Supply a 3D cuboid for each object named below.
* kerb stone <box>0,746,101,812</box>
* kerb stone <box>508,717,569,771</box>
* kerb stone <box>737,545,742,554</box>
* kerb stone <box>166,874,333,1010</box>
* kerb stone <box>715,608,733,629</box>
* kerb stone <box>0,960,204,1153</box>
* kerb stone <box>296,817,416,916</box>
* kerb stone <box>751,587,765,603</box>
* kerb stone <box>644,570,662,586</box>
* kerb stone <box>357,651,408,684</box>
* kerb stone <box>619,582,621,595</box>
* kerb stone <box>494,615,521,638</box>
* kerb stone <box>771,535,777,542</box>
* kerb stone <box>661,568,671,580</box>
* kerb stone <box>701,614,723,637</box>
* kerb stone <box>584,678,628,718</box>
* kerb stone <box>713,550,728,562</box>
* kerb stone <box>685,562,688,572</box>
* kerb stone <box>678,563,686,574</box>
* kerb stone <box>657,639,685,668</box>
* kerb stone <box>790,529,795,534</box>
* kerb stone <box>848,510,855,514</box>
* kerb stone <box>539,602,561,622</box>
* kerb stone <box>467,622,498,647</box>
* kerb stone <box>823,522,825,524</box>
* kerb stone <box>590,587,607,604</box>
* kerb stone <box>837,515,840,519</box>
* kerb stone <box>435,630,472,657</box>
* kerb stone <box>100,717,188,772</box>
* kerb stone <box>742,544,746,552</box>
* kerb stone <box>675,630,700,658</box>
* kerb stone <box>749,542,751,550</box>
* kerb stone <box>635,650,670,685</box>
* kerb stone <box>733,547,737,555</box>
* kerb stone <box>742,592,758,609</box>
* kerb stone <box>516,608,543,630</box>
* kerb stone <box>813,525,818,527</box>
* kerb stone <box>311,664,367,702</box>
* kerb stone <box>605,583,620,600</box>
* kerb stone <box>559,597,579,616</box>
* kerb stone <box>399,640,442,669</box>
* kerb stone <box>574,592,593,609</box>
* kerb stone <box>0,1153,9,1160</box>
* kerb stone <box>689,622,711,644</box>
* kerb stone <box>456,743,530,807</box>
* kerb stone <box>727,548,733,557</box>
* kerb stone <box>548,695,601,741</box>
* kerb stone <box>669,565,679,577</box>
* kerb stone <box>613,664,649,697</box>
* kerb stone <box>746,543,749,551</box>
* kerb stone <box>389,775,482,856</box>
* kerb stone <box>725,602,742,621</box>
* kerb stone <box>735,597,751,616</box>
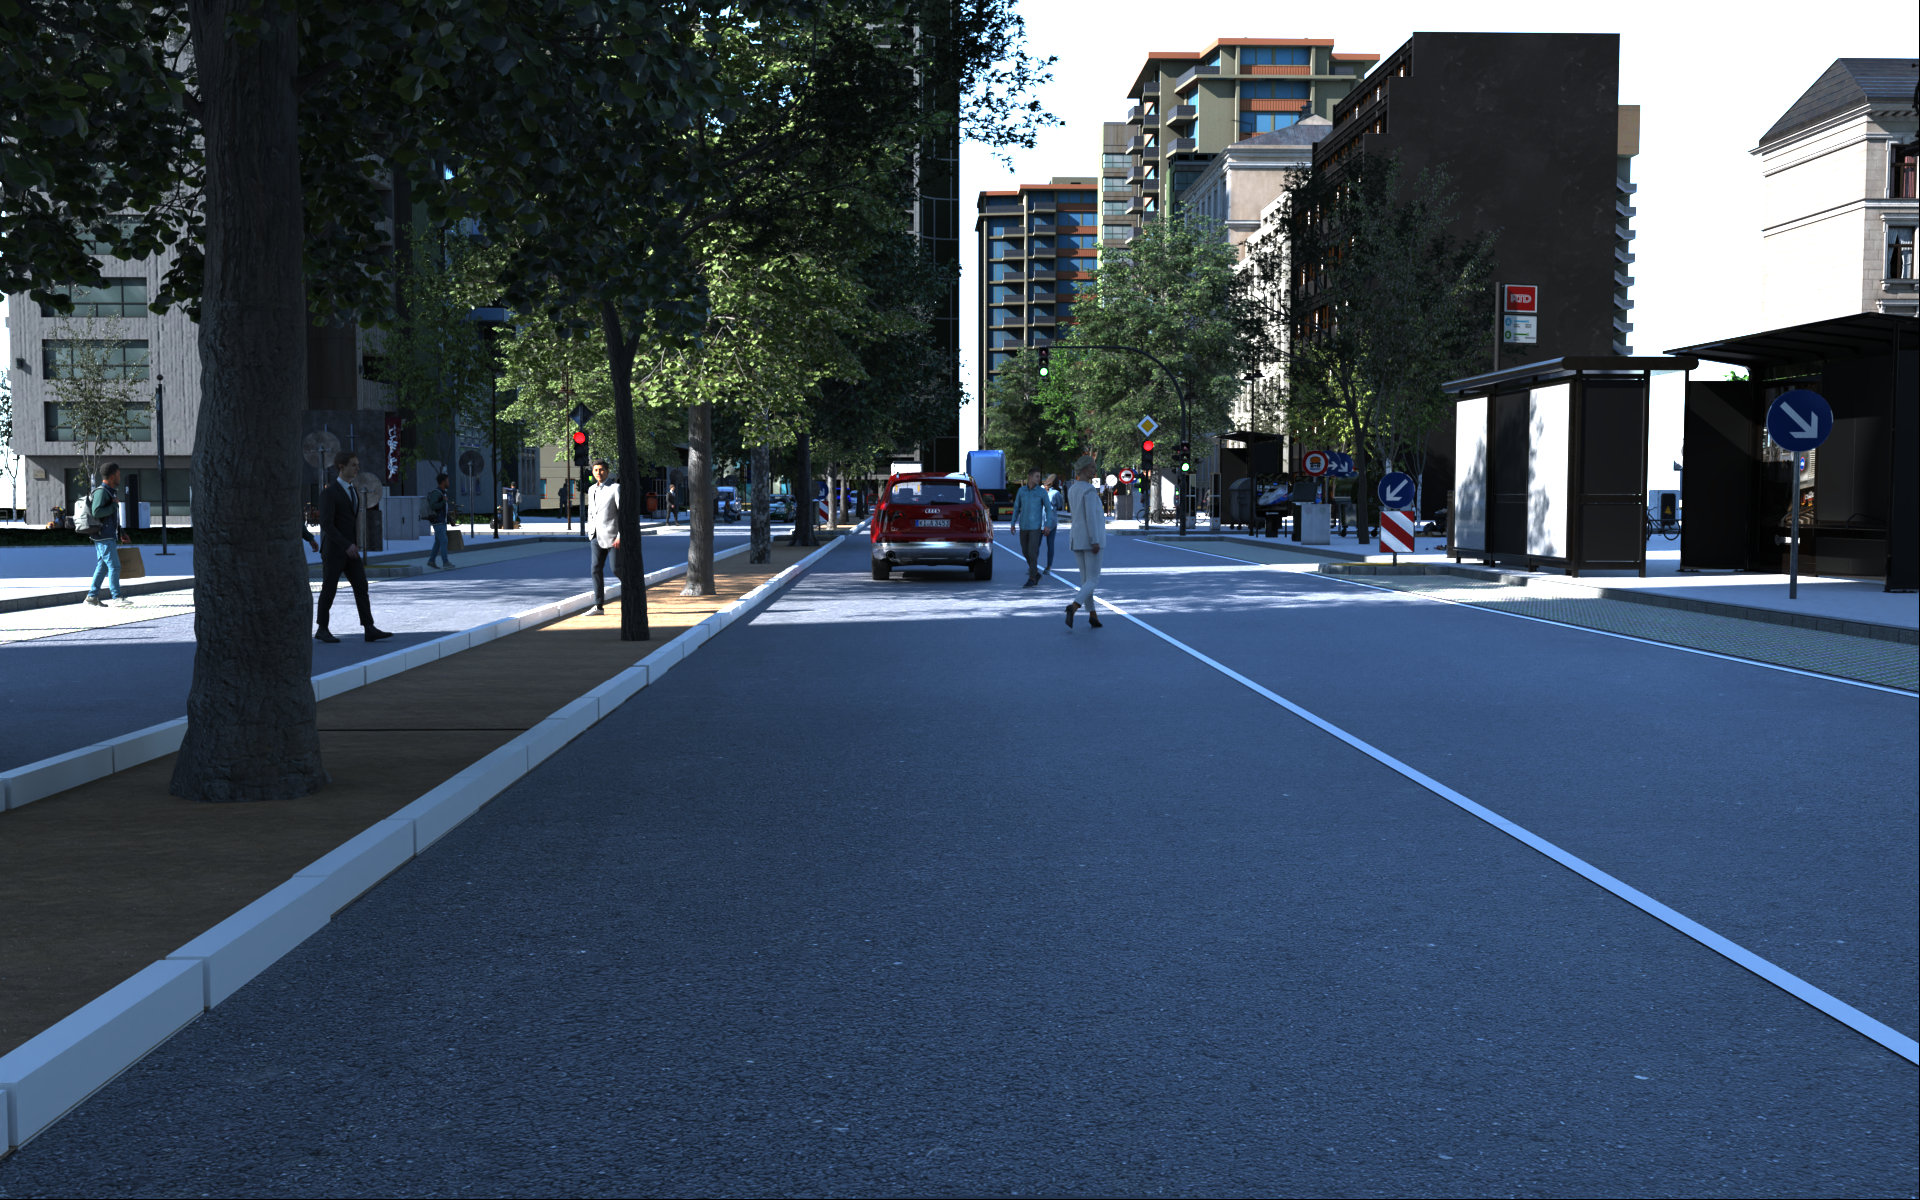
[{"bbox_3d":[-4.361,0.849,8.320,0.120,0.150,1.000,0,4,-2],"label":"kerb stone"},{"bbox_3d":[-2.293,0.787,9.393,0.120,0.150,1.000,0,4,-2],"label":"kerb stone"},{"bbox_3d":[-5.358,-1.157,41.134,0.120,0.150,1.000,0,4,-2],"label":"kerb stone"},{"bbox_3d":[-2.157,1.033,5.306,0.120,0.150,1.000,0,4,-2],"label":"kerb stone"},{"bbox_3d":[-2.574,0.219,18.610,0.120,0.150,1.000,0,4,-2],"label":"kerb stone"},{"bbox_3d":[-2.131,1.096,4.274,0.120,0.150,1.000,0,4,-2],"label":"kerb stone"},{"bbox_3d":[-2.200,0.971,6.327,0.120,0.150,1.000,0,4,-2],"label":"kerb stone"},{"bbox_3d":[-2.695,-0.029,22.705,0.120,0.150,1.000,0,4,-2],"label":"kerb stone"},{"bbox_3d":[-4.951,-0.342,27.787,0.120,0.150,1.000,0,4,-2],"label":"kerb stone"},{"bbox_3d":[-4.516,0.535,13.453,0.120,0.150,1.000,0,4,-2],"label":"kerb stone"},{"bbox_3d":[-4.860,-0.152,24.717,0.120,0.150,1.000,0,4,-2],"label":"kerb stone"},{"bbox_3d":[-4.640,0.287,17.541,0.120,0.150,1.000,0,4,-2],"label":"kerb stone"},{"bbox_3d":[-5.728,-1.911,53.439,0.120,0.150,1.000,0,4,-2],"label":"kerb stone"},{"bbox_3d":[-4.983,-0.402,28.815,0.120,0.150,1.000,0,4,-2],"label":"kerb stone"},{"bbox_3d":[-2.547,0.282,17.588,0.120,0.150,1.000,0,4,-2],"label":"kerb stone"},{"bbox_3d":[-2.354,0.658,11.442,0.120,0.150,1.000,0,4,-2],"label":"kerb stone"},{"bbox_3d":[-5.265,-0.970,38.056,0.120,0.150,1.000,0,4,-2],"label":"kerb stone"},{"bbox_3d":[-5.077,-0.593,31.886,0.120,0.150,1.000,0,4,-2],"label":"kerb stone"},{"bbox_3d":[-5.046,-0.528,30.864,0.120,0.150,1.000,0,4,-2],"label":"kerb stone"},{"bbox_3d":[-2.448,0.470,14.518,0.120,0.150,1.000,0,4,-2],"label":"kerb stone"},{"bbox_3d":[-6.025,-2.501,63.129,0.120,0.150,1.000,0,4,-2],"label":"kerb stone"},{"bbox_3d":[-7.985,-6.447,127.715,0.120,0.150,1.000,0,4,-2],"label":"kerb stone"},{"bbox_3d":[-4.706,0.161,19.600,0.120,0.150,1.000,0,4,-2],"label":"kerb stone"},{"bbox_3d":[-4.608,0.347,16.519,0.120,0.150,1.000,0,4,-2],"label":"kerb stone"},{"bbox_3d":[-6.584,-3.631,81.584,0.120,0.150,1.000,0,4,-2],"label":"kerb stone"},{"bbox_3d":[-4.802,-0.029,22.669,0.120,0.150,1.000,0,4,-2],"label":"kerb stone"},{"bbox_3d":[-7.339,-5.137,106.191,0.120,0.150,1.000,0,4,-2],"label":"kerb stone"},{"bbox_3d":[-4.580,0.410,15.498,0.120,0.150,1.000,0,4,-2],"label":"kerb stone"},{"bbox_3d":[-4.393,0.786,9.342,0.120,0.150,1.000,0,4,-2],"label":"kerb stone"},{"bbox_3d":[-5.383,-1.221,42.158,0.120,0.150,1.000,0,4,-2],"label":"kerb stone"},{"bbox_3d":[-2.475,0.407,15.540,0.120,0.150,1.000,0,4,-2],"label":"kerb stone"},{"bbox_3d":[-5.448,-1.346,44.203,0.120,0.150,1.000,0,4,-2],"label":"kerb stone"},{"bbox_3d":[-2.410,0.532,13.497,0.120,0.150,1.000,0,4,-2],"label":"kerb stone"},{"bbox_3d":[-5.334,-1.096,40.113,0.120,0.150,1.000,0,4,-2],"label":"kerb stone"},{"bbox_3d":[-2.665,0.031,21.681,0.120,0.150,1.000,0,4,-2],"label":"kerb stone"},{"bbox_3d":[-4.670,0.222,18.569,0.120,0.150,1.000,0,4,-2],"label":"kerb stone"},{"bbox_3d":[-6.482,-3.444,78.499,0.120,0.150,1.000,0,4,-2],"label":"kerb stone"},{"bbox_3d":[-4.490,0.598,12.421,0.120,0.150,1.000,0,4,-2],"label":"kerb stone"},{"bbox_3d":[-4.824,-0.092,23.692,0.120,0.150,1.000,0,4,-2],"label":"kerb stone"},{"bbox_3d":[-4.725,0.100,20.622,0.120,0.150,1.000,0,4,-2],"label":"kerb stone"},{"bbox_3d":[-4.550,0.472,14.475,0.120,0.150,1.000,0,4,-2],"label":"kerb stone"},{"bbox_3d":[-4.770,0.035,21.648,0.120,0.150,1.000,0,4,-2],"label":"kerb stone"},{"bbox_3d":[-2.109,1.165,3.253,0.120,0.150,1.000,0,4,-2],"label":"kerb stone"},{"bbox_3d":[-2.521,0.350,16.561,0.120,0.150,1.000,0,4,-2],"label":"kerb stone"},{"bbox_3d":[-2.262,0.848,8.371,0.120,0.150,1.000,0,4,-2],"label":"kerb stone"},{"bbox_3d":[-5.299,-1.032,39.087,0.120,0.150,1.000,0,4,-2],"label":"kerb stone"},{"bbox_3d":[-2.327,0.721,10.414,0.120,0.150,1.000,0,4,-2],"label":"kerb stone"},{"bbox_3d":[-5.014,-0.468,29.843,0.120,0.150,1.000,0,4,-2],"label":"kerb stone"},{"bbox_3d":[-2.393,0.606,12.476,0.120,0.150,1.000,0,4,-2],"label":"kerb stone"},{"bbox_3d":[-5.419,-1.281,43.180,0.120,0.150,1.000,0,4,-2],"label":"kerb stone"},{"bbox_3d":[-2.226,0.909,7.350,0.120,0.150,1.000,0,4,-2],"label":"kerb stone"},{"bbox_3d":[-2.604,0.157,19.632,0.120,0.150,1.000,0,4,-2],"label":"kerb stone"},{"bbox_3d":[-2.633,0.097,20.660,0.120,0.150,1.000,0,4,-2],"label":"kerb stone"}]
